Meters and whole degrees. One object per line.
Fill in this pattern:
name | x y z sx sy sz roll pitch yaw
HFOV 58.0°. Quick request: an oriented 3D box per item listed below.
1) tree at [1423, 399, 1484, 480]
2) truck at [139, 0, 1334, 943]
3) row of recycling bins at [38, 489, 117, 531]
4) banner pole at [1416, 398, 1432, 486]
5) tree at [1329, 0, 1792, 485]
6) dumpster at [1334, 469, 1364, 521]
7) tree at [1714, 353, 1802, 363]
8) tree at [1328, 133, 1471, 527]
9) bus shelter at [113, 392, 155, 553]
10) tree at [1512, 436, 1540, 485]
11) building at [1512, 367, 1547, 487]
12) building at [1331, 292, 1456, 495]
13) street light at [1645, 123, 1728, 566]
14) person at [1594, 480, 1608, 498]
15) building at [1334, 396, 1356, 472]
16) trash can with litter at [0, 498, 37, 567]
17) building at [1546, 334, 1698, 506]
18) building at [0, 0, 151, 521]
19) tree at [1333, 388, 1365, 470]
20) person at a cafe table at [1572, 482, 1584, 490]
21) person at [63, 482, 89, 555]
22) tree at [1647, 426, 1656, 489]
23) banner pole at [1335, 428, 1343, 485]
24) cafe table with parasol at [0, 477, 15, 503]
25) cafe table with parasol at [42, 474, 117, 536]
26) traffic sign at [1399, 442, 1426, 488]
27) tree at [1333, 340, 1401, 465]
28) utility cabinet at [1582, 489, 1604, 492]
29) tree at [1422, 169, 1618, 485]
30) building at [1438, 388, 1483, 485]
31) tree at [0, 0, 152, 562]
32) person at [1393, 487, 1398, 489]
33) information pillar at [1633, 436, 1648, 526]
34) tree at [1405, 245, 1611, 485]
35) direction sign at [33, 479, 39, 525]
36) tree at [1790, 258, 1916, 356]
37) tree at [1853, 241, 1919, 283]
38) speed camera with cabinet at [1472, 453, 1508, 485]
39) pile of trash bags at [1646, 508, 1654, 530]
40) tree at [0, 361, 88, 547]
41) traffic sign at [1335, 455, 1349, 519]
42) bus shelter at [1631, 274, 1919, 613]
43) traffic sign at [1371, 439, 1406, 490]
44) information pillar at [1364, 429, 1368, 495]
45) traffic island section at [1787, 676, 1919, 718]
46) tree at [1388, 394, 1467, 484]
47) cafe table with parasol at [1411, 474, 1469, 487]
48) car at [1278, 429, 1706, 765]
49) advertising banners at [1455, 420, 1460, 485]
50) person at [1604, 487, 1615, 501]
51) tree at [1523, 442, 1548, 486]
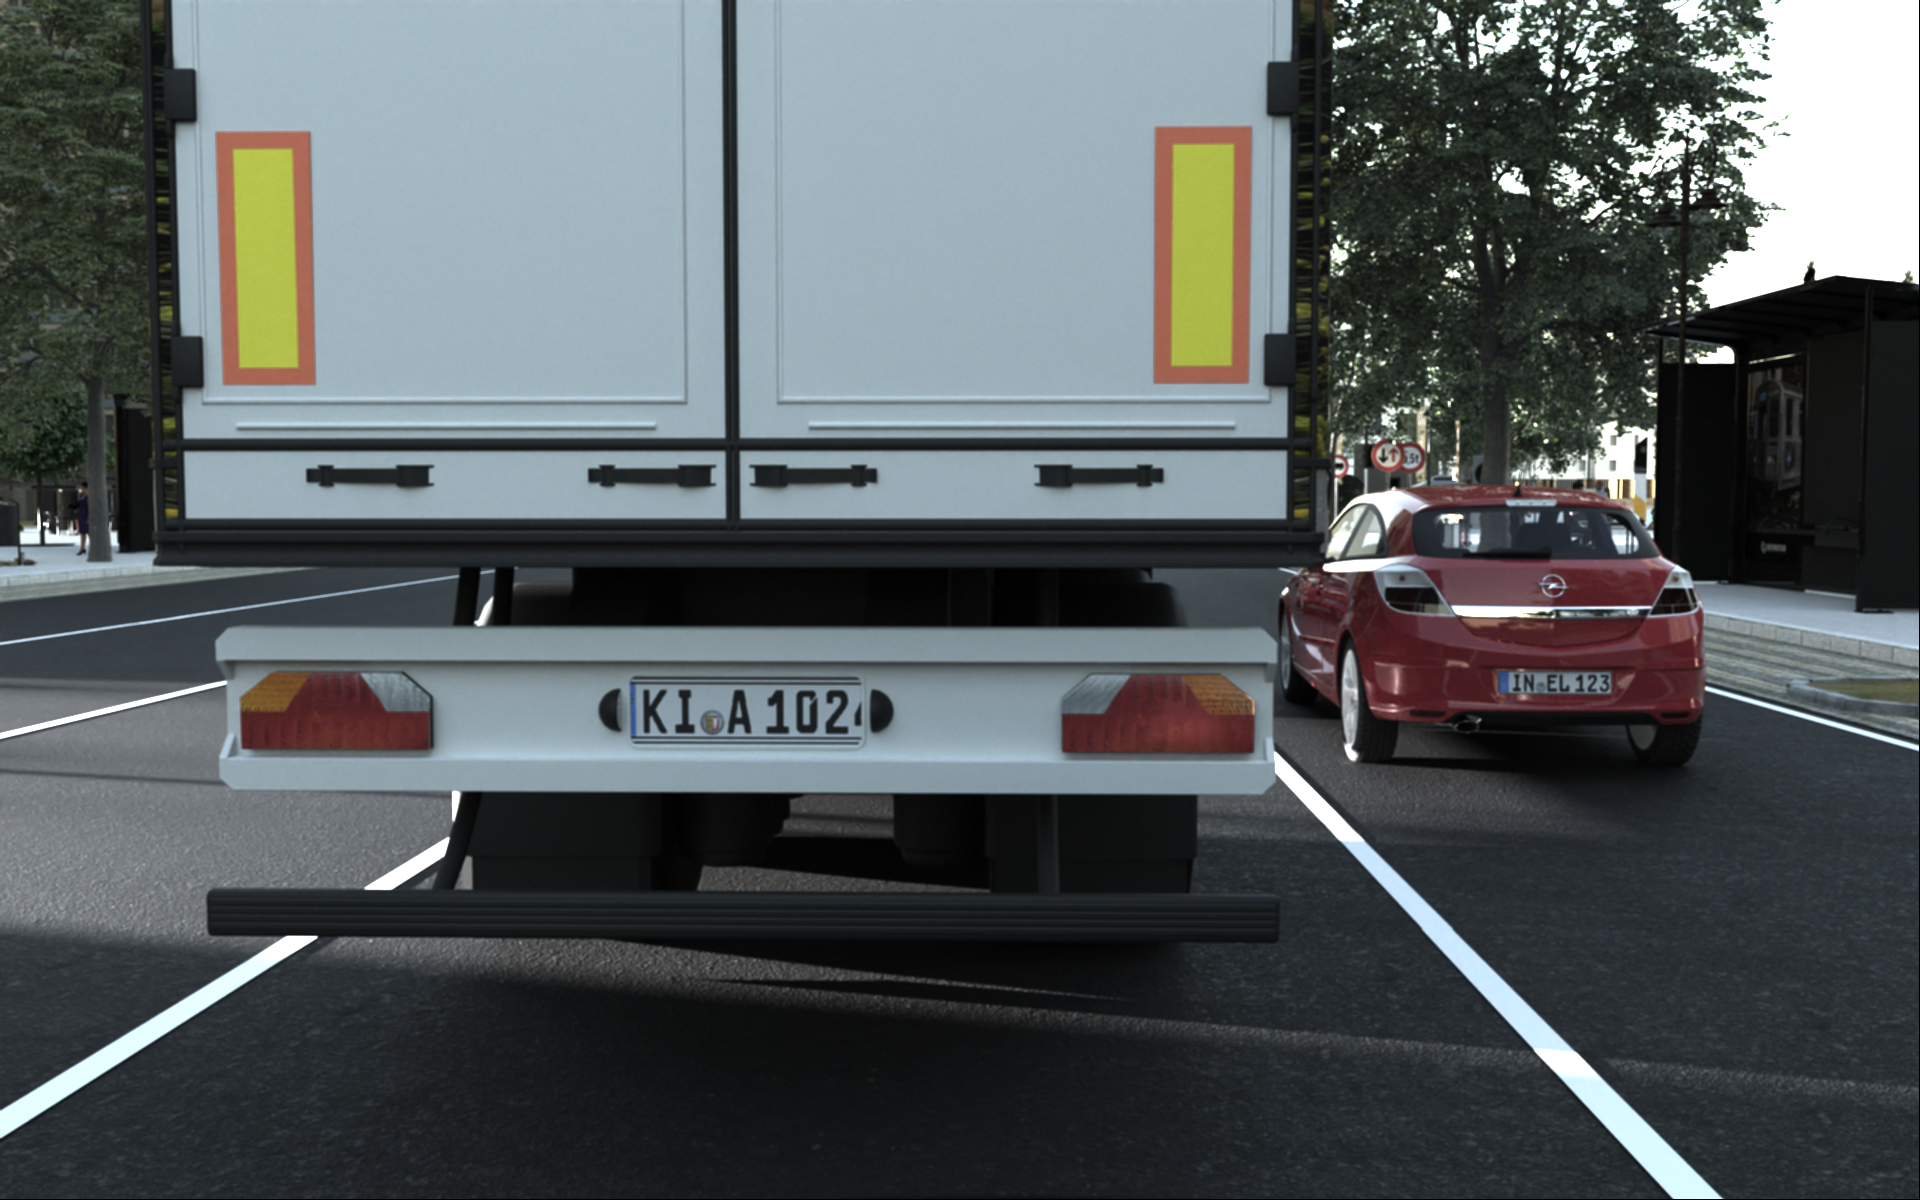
tree | 33.446 -10.353 119.630 4.360 8.622 3.978 0 3 0
truck | -0.320 -1.231 9.044 2.839 4.237 11.283 0 4 1
row of recycling bins | -31.048 -3.316 61.322 3.534 1.692 1.069 1 4 13
banner pole | 11.706 -3.281 43.657 0.863 3.779 0.401 -3 5 -44
tree | 9.997 -7.645 31.655 9.857 13.997 8.962 0 3 0
dumpster | 13.293 -3.548 60.507 1.502 2.255 1.985 0 4 2
tree | 37.089 -7.804 77.960 4.737 8.622 4.395 0 3 0
tree | 10.804 -7.600 50.019 9.928 11.665 9.643 0 3 0
bus shelter | -17.480 -3.022 40.695 1.731 3.624 6.357 0 4 2
tree | 39.537 -10.506 122.142 4.737 8.622 4.395 0 3 0
building | 78.053 -23.741 244.582 11.380 20.091 16.016 0 4 2
building | 40.150 -21.272 191.763 27.936 21.610 32.646 0 4 2
street light | 9.223 -3.018 22.131 0.468 5.910 1.993 0 4 2
person | 13.041 -1.672 35.437 0.516 1.574 0.319 -1 4 -12
building | 29.652 -13.424 161.627 9.099 9.664 28.070 0 4 2
trash can with litter | -17.497 -1.210 30.839 2.233 1.210 1.678 -3 5 -43
building | 76.340 -21.007 199.877 11.380 20.091 16.016 0 4 2
building | -42.559 -24.495 92.378 32.217 40.220 23.993 0 4 2
tree | 24.209 -9.865 111.660 4.737 8.622 4.395 0 3 0
person at a cafe table | 12.415 -1.554 33.929 1.622 1.524 1.698 1 4 16
person | -18.455 -1.711 36.386 0.453 1.535 0.546 1 4 9
tree | 54.374 -9.672 121.046 11.467 7.101 20.602 -1 4 -23
banner pole | 12.430 -4.115 57.297 0.863 3.779 0.401 -3 5 -44
cafe table with parasol | -26.514 -2.557 46.669 2.610 1.966 2.610 -1 4 -20
cafe table with parasol | -27.646 -2.994 53.820 2.610 1.966 2.610 -1 4 -23
traffic sign | 11.008 -2.590 42.452 0.768 2.556 0.104 0 4 2
tree | 29.705 -13.867 137.093 12.009 13.543 11.850 0 3 0
utility cabinet | 25.852 -3.821 71.155 1.173 1.500 0.318 -1 4 -18
tree | 31.141 -14.860 98.857 12.611 20.169 13.585 0 3 0
building | 66.135 -23.783 245.270 11.380 20.091 16.016 0 4 2
tree | -15.892 -6.996 32.509 7.486 12.596 7.792 0 3 0
person | 13.007 -2.628 51.707 0.600 1.496 0.574 1 4 19
information pillar | 27.369 -4.786 69.613 0.504 3.616 0.183 1 4 23
tree | 24.970 -9.898 78.838 9.611 12.733 9.660 0 3 0
direction sign | -38.784 -4.940 72.774 0.876 3.537 0.379 -1 4 -18
tree | 53.050 -12.088 99.467 18.604 14.587 13.155 0 4 7
tree | 27.699 -6.099 50.082 4.360 8.622 3.978 0 3 0
speed camera with cabinet | 11.304 -2.746 39.225 2.038 3.252 0.660 2 4 30
pile of trash bags | 25.272 -3.076 60.045 1.912 1.369 3.447 0 4 1
tree | -22.823 -3.621 42.924 4.285 4.588 4.351 0 3 0
traffic sign | 12.158 -3.414 55.926 0.768 2.556 0.104 1 4 12
bus shelter | 10.314 -1.857 21.651 1.731 3.624 6.357 0 4 2
traffic sign | 9.822 -2.426 39.776 0.768 2.556 0.104 1 4 9
information pillar | 13.293 -3.998 56.720 0.183 3.616 0.504 1 4 12
traffic island section | 6.814 0.677 11.805 1.991 0.108 1.994 0 4 2
tree | 33.358 -10.691 125.161 4.737 8.622 4.395 0 3 0
cafe table with parasol | 16.539 -3.341 59.498 2.610 1.966 2.610 -2 4 -27
car | 3.056 -0.100 10.669 2.155 1.783 4.494 0 4 4
advertising banners | 12.081 -2.779 41.618 0.090 3.025 2.074 2 4 27
person | 14.581 -1.835 39.281 0.726 1.435 0.776 0 4 -4
tree | 37.672 -9.941 112.897 4.360 8.622 3.978 0 3 0
